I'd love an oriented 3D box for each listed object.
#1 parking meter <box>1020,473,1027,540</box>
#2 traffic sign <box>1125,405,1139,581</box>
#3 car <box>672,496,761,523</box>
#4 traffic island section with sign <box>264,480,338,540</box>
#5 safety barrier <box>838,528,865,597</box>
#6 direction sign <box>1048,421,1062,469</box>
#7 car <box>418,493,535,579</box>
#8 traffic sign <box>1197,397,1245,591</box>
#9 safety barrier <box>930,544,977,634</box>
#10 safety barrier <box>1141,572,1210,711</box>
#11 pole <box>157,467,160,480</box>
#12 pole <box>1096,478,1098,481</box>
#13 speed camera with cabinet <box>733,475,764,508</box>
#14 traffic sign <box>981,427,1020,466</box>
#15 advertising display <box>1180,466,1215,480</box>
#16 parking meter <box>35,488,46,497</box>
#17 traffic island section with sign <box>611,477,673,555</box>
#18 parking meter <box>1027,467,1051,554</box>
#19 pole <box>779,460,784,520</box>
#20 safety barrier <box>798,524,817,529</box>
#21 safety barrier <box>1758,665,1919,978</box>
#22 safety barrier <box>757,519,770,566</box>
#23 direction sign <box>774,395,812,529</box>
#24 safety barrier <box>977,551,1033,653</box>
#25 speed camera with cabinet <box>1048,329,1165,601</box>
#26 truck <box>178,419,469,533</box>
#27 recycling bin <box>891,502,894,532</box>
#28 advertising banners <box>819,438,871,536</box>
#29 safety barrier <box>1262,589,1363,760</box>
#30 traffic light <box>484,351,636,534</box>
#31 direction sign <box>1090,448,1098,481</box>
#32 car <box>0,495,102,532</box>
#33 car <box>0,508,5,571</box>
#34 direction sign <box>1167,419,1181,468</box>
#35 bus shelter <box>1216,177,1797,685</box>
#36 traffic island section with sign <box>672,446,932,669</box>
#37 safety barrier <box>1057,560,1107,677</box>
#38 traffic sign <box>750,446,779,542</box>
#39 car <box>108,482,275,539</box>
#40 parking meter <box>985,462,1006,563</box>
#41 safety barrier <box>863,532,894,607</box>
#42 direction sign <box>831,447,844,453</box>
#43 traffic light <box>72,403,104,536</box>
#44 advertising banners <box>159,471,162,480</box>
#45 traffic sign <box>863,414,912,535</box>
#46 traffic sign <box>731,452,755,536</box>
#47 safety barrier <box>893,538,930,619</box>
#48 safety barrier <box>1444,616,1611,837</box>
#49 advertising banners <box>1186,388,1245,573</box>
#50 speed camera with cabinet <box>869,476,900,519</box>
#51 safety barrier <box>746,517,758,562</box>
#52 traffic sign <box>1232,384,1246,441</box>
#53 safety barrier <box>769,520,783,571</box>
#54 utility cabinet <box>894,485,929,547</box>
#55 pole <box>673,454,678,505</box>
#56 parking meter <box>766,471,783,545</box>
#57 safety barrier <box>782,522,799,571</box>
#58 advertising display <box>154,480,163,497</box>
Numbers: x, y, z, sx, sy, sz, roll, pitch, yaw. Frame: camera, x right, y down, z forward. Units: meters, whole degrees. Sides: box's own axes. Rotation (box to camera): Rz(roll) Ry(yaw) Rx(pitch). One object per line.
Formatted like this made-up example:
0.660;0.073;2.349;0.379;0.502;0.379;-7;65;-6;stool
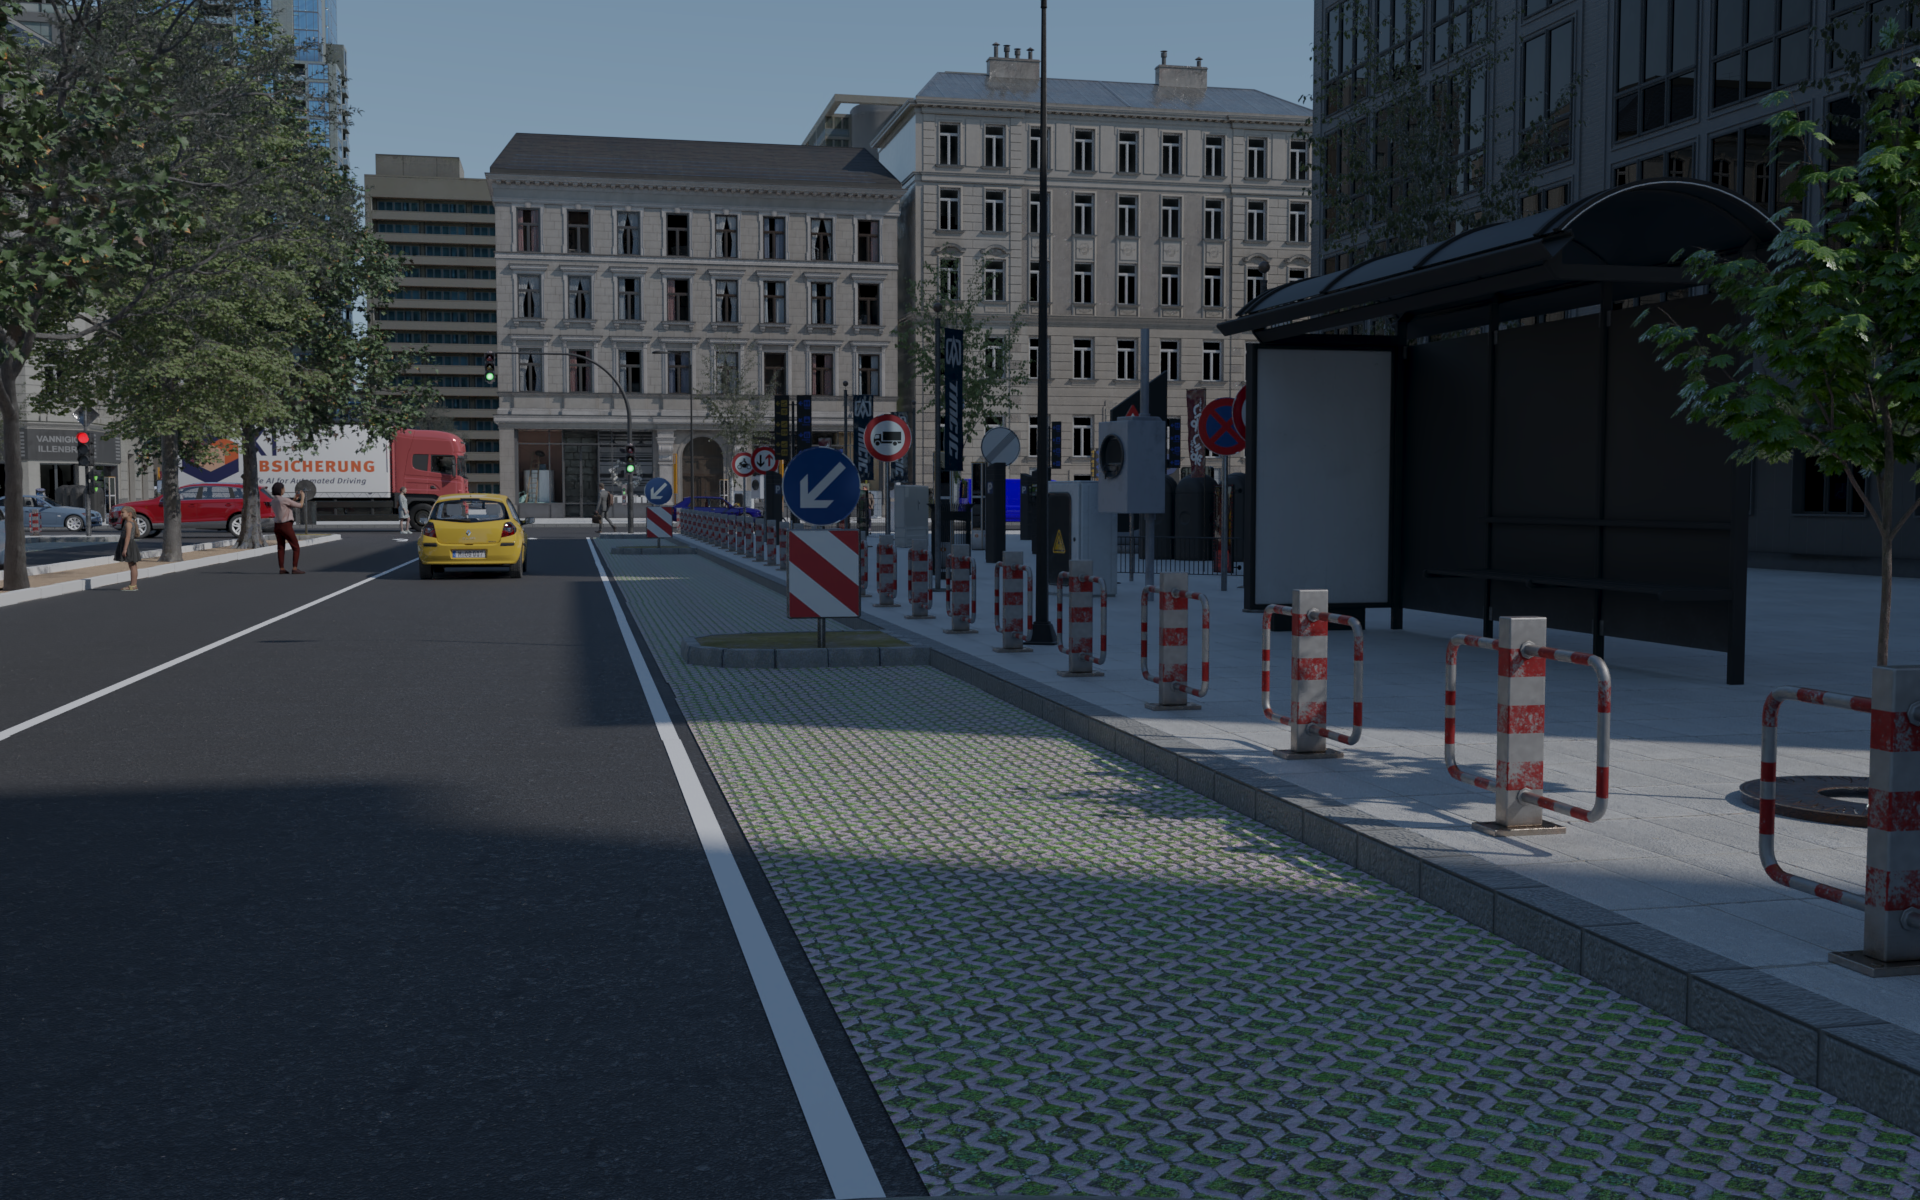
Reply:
1.883;-2.602;48.249;0.255;1.863;0.399;-3;5;-39;parking meter
2.520;-1.553;25.390;0.884;2.594;0.081;0;4;-6;traffic sign
-10.373;-3.736;73.668;3.894;1.354;1.945;-1;4;-11;car
-20.653;-2.831;54.430;2.006;1.907;1.989;-1;4;-13;traffic island section with sign
-1.259;-0.447;21.577;0.300;0.817;1.120;-1;4;-13;safety barrier
2.788;-3.800;54.124;0.876;3.537;0.379;3;4;36;direction sign
-8.578;-1.251;30.675;2.015;1.641;3.980;-1;4;-12;car
3.498;-1.393;22.875;0.768;2.556;0.104;0;4;-4;traffic sign
0.006;-0.103;15.963;0.300;0.817;1.120;-1;4;-13;safety barrier
1.273;0.241;10.328;0.300;0.817;1.120;-1;4;-13;safety barrier
-61.237;-8.473;132.379;0.158;3.312;0.155;0;3;0;pole
7.280;-5.975;91.530;0.158;3.312;0.155;0;3;0;pole
-10.427;-5.616;86.151;2.038;3.252;0.660;3;5;42;speed camera with cabinet
0.759;-2.000;32.808;0.768;2.556;0.104;-1;4;-10;traffic sign
5.549;-2.162;40.554;0.123;1.923;0.974;-3;5;-39;advertising display
-39.182;-4.001;73.834;0.372;1.533;0.369;0;3;0;parking meter
-7.384;-2.019;41.632;1.989;1.847;2.006;-1;4;-13;traffic island section with sign
1.728;-1.910;36.932;0.399;1.863;0.255;-3;4;-37;parking meter
-8.974;-5.703;87.092;0.158;3.312;0.155;0;3;0;pole
-2.104;-0.677;25.342;0.300;0.817;1.120;-1;4;-13;safety barrier
2.546;0.587;4.679;0.300;0.817;1.120;-1;4;-13;safety barrier
-3.368;-1.021;30.968;0.300;0.817;1.120;-1;4;-13;safety barrier
-3.813;-2.914;39.640;0.876;3.537;0.379;1;4;11;direction sign
0.430;0.012;14.081;0.300;0.817;1.120;-1;4;-13;safety barrier
1.740;-1.652;21.347;0.660;3.252;2.038;-2;4;-26;speed camera with cabinet
-23.839;-4.696;65.692;11.283;4.237;2.839;-1;4;-11;truck
-1.937;-2.817;58.605;0.722;1.027;0.722;3;5;42;recycling bin
-3.575;-3.505;53.497;2.074;3.025;0.090;3;4;36;advertising banners
1.702;0.357;8.441;0.300;0.817;1.120;-1;4;-13;safety barrier
-12.773;-4.956;55.694;4.771;5.953;1.251;-1;4;-13;traffic light
6.658;-5.719;85.503;0.379;3.537;0.876;2;4;32;direction sign
-35.534;-3.346;66.707;4.499;1.417;2.014;-1;4;-13;car
-17.811;-1.113;30.207;2.014;1.417;4.499;-1;4;-14;car
6.213;-3.687;52.285;0.876;3.537;0.379;0;4;8;direction sign
3.986;-1.215;13.786;2.014;3.302;5.546;-1;4;-13;bus shelter
-1.414;-0.396;15.106;1.989;1.847;2.006;-1;4;-13;traffic island section with sign
0.851;0.126;12.211;0.300;0.817;1.120;-1;4;-13;safety barrier
-5.181;-2.812;46.074;0.768;2.556;0.104;0;4;-3;traffic sign
-25.000;-2.942;56.775;5.304;1.827;2.281;-1;4;-13;car
0.660;-1.621;32.215;0.255;1.863;0.399;-2;4;-28;parking meter
-0.836;-0.332;19.707;0.300;0.817;1.120;-1;4;-13;safety barrier
-6.013;-5.565;82.989;0.876;3.537;0.379;-1;4;-11;direction sign
-26.564;-3.903;52.728;0.839;4.253;0.868;-1;4;-13;traffic light
-60.031;-8.328;132.343;2.074;3.025;0.090;-1;4;-13;advertising banners
-1.154;-1.679;27.555;0.768;2.556;0.104;-1;4;-9;traffic sign
-6.541;-3.207;52.548;0.768;2.556;0.104;-1;4;-9;traffic sign
-0.413;-0.218;17.838;0.300;0.817;1.120;-1;4;-13;safety barrier
2.125;0.472;6.563;0.300;0.817;1.120;-1;4;-13;safety barrier
4.302;-1.950;28.072;0.090;3.025;2.074;-2;4;-31;advertising banners
-4.139;-5.844;89.886;2.038;3.252;0.660;1;4;21;speed camera with cabinet
-3.795;-1.135;32.837;0.300;0.817;1.120;-1;4;-13;safety barrier
3.335;-1.161;19.088;0.768;2.556;0.104;-1;4;-12;traffic sign
-2.949;-0.907;29.098;0.300;0.817;1.120;-1;4;-13;safety barrier
-1.155;-2.022;41.733;0.318;1.500;1.173;2;4;27;utility cabinet
-14.380;-5.729;87.511;0.158;3.312;0.155;0;3;0;pole
-4.658;-2.310;43.482;0.255;1.863;0.399;2;4;35;parking meter
-2.534;-0.792;27.226;0.300;0.817;1.120;-1;4;-13;safety barrier
-35.670;-4.433;77.694;0.974;1.923;0.123;2;4;31;advertising display
